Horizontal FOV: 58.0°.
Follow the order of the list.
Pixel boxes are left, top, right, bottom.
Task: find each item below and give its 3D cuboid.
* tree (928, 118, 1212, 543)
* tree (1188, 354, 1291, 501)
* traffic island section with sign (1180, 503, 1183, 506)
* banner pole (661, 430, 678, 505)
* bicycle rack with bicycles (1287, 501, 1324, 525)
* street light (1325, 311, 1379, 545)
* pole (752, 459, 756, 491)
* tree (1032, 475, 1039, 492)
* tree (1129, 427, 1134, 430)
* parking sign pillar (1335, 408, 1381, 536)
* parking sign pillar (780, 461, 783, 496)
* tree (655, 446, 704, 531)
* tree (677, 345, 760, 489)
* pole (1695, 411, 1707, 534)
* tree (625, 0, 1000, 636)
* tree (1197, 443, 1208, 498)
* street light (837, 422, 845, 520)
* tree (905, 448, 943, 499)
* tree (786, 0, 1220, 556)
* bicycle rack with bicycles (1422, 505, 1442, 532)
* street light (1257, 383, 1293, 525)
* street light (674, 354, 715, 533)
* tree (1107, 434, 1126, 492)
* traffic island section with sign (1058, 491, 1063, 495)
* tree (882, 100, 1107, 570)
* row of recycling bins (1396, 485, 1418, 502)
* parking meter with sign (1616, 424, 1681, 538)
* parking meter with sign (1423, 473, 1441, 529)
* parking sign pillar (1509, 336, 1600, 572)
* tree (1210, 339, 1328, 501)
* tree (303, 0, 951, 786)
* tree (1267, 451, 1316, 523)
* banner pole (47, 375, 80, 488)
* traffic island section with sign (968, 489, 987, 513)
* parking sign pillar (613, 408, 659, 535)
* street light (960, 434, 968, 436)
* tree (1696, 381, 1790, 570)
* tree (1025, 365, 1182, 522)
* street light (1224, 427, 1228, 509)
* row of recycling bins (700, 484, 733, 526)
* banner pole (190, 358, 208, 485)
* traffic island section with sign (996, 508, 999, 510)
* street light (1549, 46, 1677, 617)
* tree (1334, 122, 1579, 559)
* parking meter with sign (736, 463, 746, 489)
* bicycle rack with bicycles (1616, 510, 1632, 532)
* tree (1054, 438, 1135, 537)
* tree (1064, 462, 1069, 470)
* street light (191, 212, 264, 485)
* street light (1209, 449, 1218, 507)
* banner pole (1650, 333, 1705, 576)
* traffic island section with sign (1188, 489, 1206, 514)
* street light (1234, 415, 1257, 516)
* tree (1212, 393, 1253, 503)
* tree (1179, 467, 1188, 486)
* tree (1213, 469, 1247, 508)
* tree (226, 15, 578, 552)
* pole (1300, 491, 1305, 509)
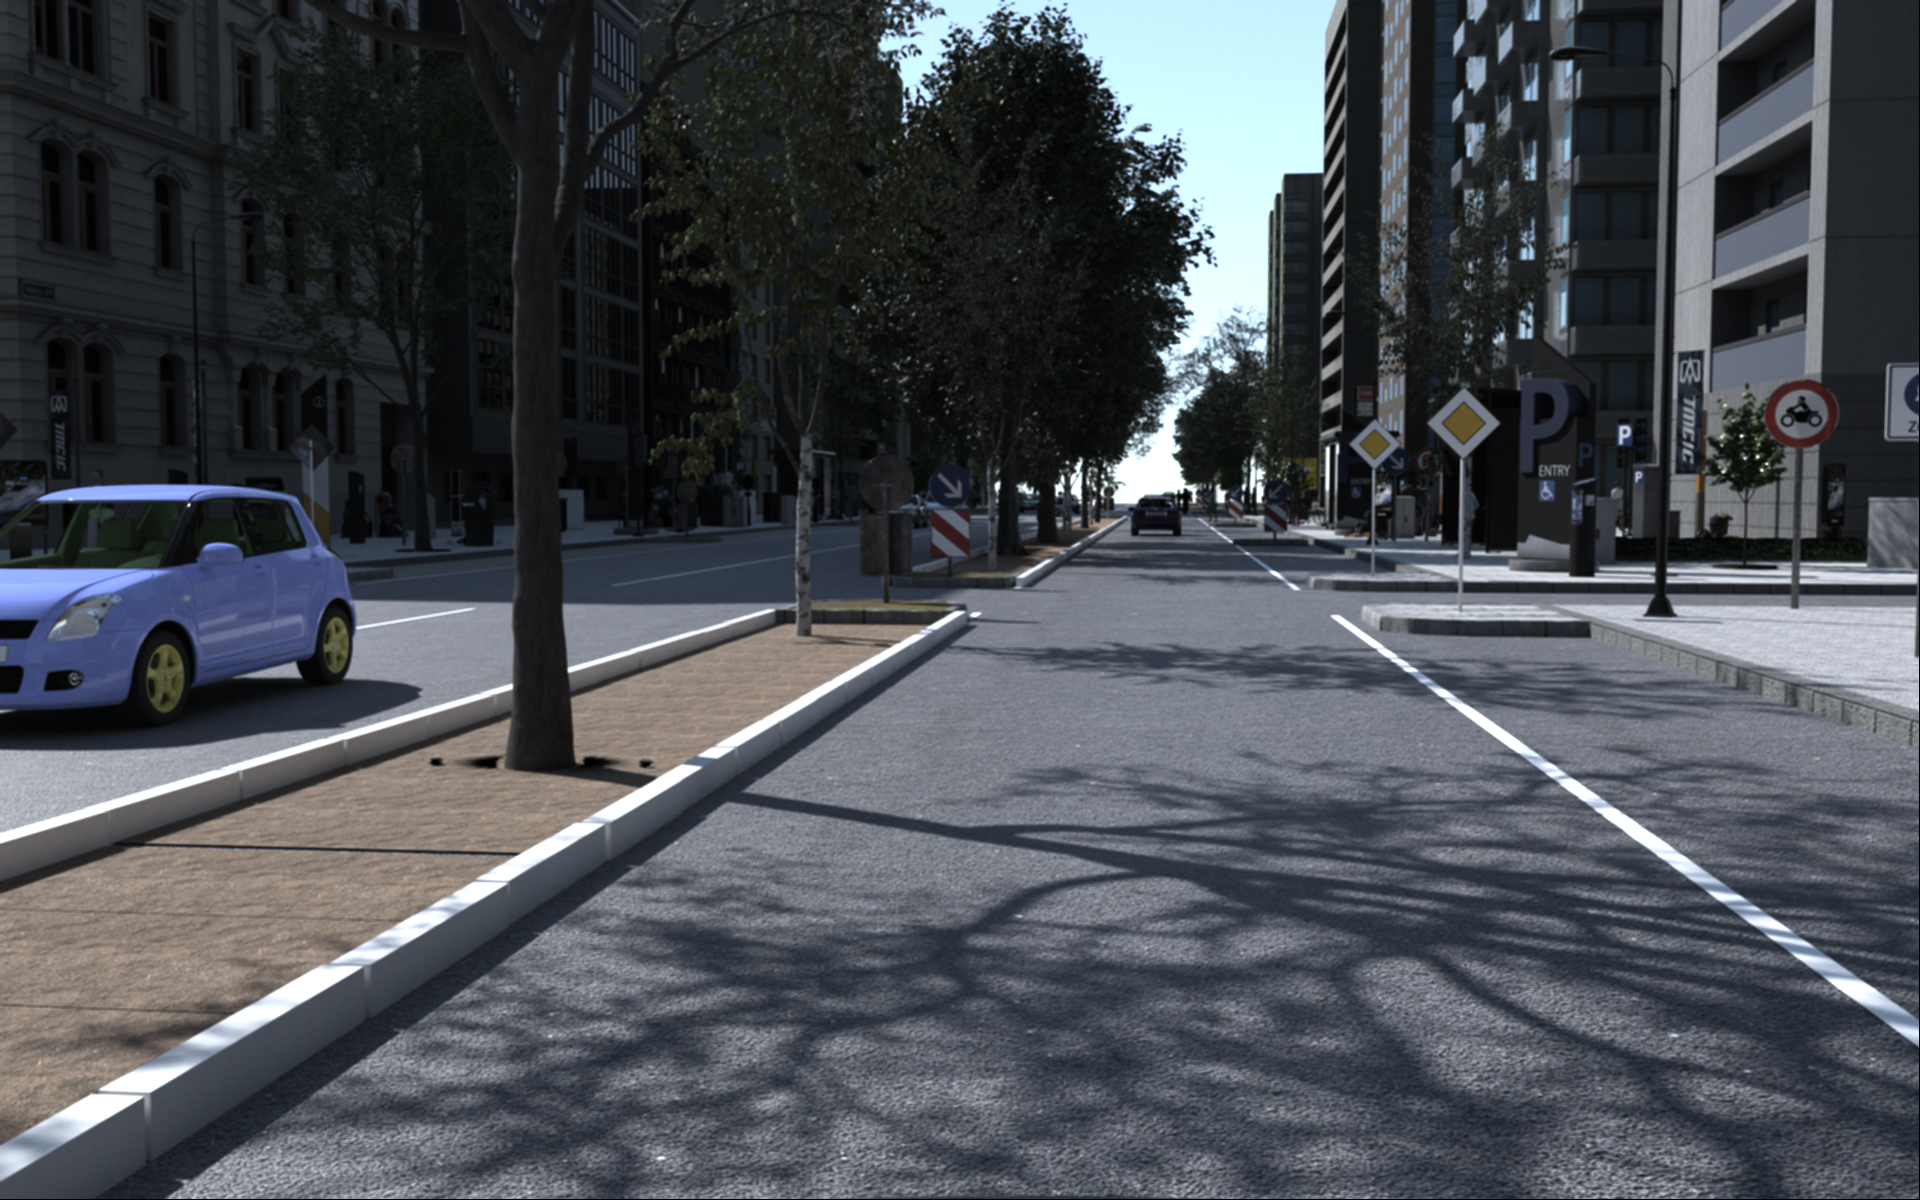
[{"bbox_3d":[2.582,-8.632,50.253,9.857,13.997,8.962,0,3,0],"label":"tree"},{"bbox_3d":[22.182,-13.336,136.174,7.486,12.596,7.792,0,3,0],"label":"tree"},{"bbox_3d":[27.517,-12.198,208.060,1.989,1.847,2.006,0,4,7],"label":"traffic island section with sign"},{"bbox_3d":[-11.454,-4.771,68.029,0.863,3.779,0.401,-3,4,-38],"label":"banner pole"},{"bbox_3d":[15.805,-3.598,72.205,2.852,0.926,2.925,-2,4,-31],"label":"bicycle rack with bicycles"},{"bbox_3d":[9.952,-4.368,43.955,1.470,5.913,1.316,0,4,7],"label":"street light"},{"bbox_3d":[-11.858,-6.471,99.652,0.158,3.312,0.155,0,3,0],"label":"pole"},{"bbox_3d":[11.026,-15.257,233.164,4.285,4.588,4.351,0,3,0],"label":"tree"},{"bbox_3d":[6.055,-7.753,79.577,4.360,8.622,3.978,0,3,0],"label":"tree"},{"bbox_3d":[12.464,-4.013,54.089,1.447,3.967,1.447,3,4,39],"label":"parking sign pillar"},{"bbox_3d":[-9.856,-6.709,98.162,1.447,3.967,1.447,-1,4,-20],"label":"parking sign pillar"},{"bbox_3d":[-10.002,-4.058,60.948,1.663,3.219,1.824,0,3,0],"label":"tree"},{"bbox_3d":[-11.491,-8.218,84.721,4.360,8.622,3.978,0,3,0],"label":"tree"},{"bbox_3d":[18.145,-2.971,42.423,0.158,3.312,0.155,0,3,0],"label":"pole"},{"bbox_3d":[-1.585,-3.950,17.406,4.737,8.622,4.395,0,3,0],"label":"tree"},{"bbox_3d":[22.755,-11.800,143.297,4.737,8.622,4.395,0,3,0],"label":"tree"},{"bbox_3d":[-5.394,-6.937,85.954,1.470,5.913,1.316,0,4,7],"label":"street light"},{"bbox_3d":[-2.619,-8.480,122.354,4.285,4.588,4.351,0,3,0],"label":"tree"},{"bbox_3d":[1.121,-7.374,40.033,9.611,12.733,9.660,0,3,0],"label":"tree"},{"bbox_3d":[16.416,-2.736,58.120,2.925,0.926,2.852,-3,4,-38],"label":"bicycle rack with bicycles"},{"bbox_3d":[13.310,-6.105,72.359,1.470,5.913,1.316,0,4,7],"label":"street light"},{"bbox_3d":[-8.809,-5.200,57.556,1.470,5.913,1.316,0,4,7],"label":"street light"},{"bbox_3d":[4.021,-6.749,63.164,4.360,8.622,3.978,0,3,0],"label":"tree"},{"bbox_3d":[13.781,-13.966,236.968,1.989,1.847,2.006,0,4,7],"label":"traffic island section with sign"},{"bbox_3d":[0.596,-4.842,31.994,4.360,8.622,3.978,0,3,0],"label":"tree"},{"bbox_3d":[20.433,-4.275,77.014,3.534,1.692,1.069,2,4,24],"label":"row of recycling bins"},{"bbox_3d":[17.341,-2.892,43.552,1.738,3.016,0.543,-2,4,-24],"label":"parking meter with sign"},{"bbox_3d":[17.521,-4.178,64.565,1.738,3.016,0.543,1,4,11],"label":"parking meter with sign"},{"bbox_3d":[9.967,-2.475,28.946,1.447,3.967,1.447,-2,4,-26],"label":"parking sign pillar"},{"bbox_3d":[15.358,-8.134,83.354,4.737,8.622,4.395,0,3,0],"label":"tree"},{"bbox_3d":[-2.212,-5.871,8.815,12.009,13.543,11.850,0,3,0],"label":"tree"},{"bbox_3d":[14.617,-5.007,76.467,1.663,3.219,1.824,0,3,0],"label":"tree"},{"bbox_3d":[-18.893,-2.854,36.677,0.863,3.779,0.401,1,4,9],"label":"banner pole"},{"bbox_3d":[0.944,-7.313,128.192,1.989,1.847,2.006,0,4,7],"label":"traffic island section with sign"},{"bbox_3d":[-10.354,-4.085,55.262,1.447,3.967,1.447,-1,4,-9],"label":"parking sign pillar"},{"bbox_3d":[0.231,-9.852,133.622,1.470,5.913,1.316,0,4,7],"label":"street light"},{"bbox_3d":[13.423,-2.156,29.858,1.663,3.219,1.824,0,3,0],"label":"tree"},{"bbox_3d":[7.398,-9.602,93.867,8.767,10.594,7.601,0,4,7],"label":"tree"},{"bbox_3d":[18.903,-9.011,119.870,1.470,5.913,1.316,0,4,7],"label":"street light"},{"bbox_3d":[-9.887,-3.864,70.282,1.069,1.692,3.534,-1,4,-19],"label":"row of recycling bins"},{"bbox_3d":[-13.925,-2.554,31.778,0.401,3.779,0.863,0,4,-5],"label":"banner pole"},{"bbox_3d":[4.098,-8.950,154.962,1.989,1.847,2.006,0,4,7],"label":"traffic island section with sign"},{"bbox_3d":[6.821,-2.786,18.095,1.470,5.913,1.316,0,4,7],"label":"street light"},{"bbox_3d":[9.770,-5.115,33.989,4.360,8.622,3.978,0,3,0],"label":"tree"},{"bbox_3d":[-11.961,-6.136,96.580,0.543,3.016,1.738,1,4,11],"label":"parking meter with sign"},{"bbox_3d":[21.183,-2.749,58.329,2.925,0.926,2.852,1,4,16],"label":"bicycle rack with bicycles"},{"bbox_3d":[3.487,-6.417,57.743,4.737,8.622,4.395,0,3,0],"label":"tree"},{"bbox_3d":[13.616,-20.613,262.770,9.928,11.665,9.643,0,3,0],"label":"tree"},{"bbox_3d":[-12.161,-3.439,28.763,1.470,5.913,1.316,0,4,7],"label":"street light"},{"bbox_3d":[22.342,-10.762,148.493,1.470,5.913,1.316,0,4,7],"label":"street light"},{"bbox_3d":[11.156,-2.253,26.849,0.401,3.779,0.863,-2,4,-29],"label":"banner pole"},{"bbox_3d":[17.803,-7.166,125.791,1.989,1.847,2.006,0,4,7],"label":"traffic island section with sign"},{"bbox_3d":[16.742,-7.866,101.155,1.470,5.913,1.316,0,4,7],"label":"street light"},{"bbox_3d":[28.115,-17.491,192.640,9.857,13.997,8.962,0,3,0],"label":"tree"},{"bbox_3d":[35.577,-20.337,250.635,7.486,12.596,7.792,0,3,0],"label":"tree"},{"bbox_3d":[25.648,-11.098,165.173,4.285,4.588,4.351,0,3,0],"label":"tree"},{"bbox_3d":[-12.141,-6.889,38.391,9.928,11.665,9.643,0,3,0],"label":"tree"},{"bbox_3d":[19.686,-6.460,99.463,0.158,3.312,0.155,0,3,0],"label":"pole"}]
